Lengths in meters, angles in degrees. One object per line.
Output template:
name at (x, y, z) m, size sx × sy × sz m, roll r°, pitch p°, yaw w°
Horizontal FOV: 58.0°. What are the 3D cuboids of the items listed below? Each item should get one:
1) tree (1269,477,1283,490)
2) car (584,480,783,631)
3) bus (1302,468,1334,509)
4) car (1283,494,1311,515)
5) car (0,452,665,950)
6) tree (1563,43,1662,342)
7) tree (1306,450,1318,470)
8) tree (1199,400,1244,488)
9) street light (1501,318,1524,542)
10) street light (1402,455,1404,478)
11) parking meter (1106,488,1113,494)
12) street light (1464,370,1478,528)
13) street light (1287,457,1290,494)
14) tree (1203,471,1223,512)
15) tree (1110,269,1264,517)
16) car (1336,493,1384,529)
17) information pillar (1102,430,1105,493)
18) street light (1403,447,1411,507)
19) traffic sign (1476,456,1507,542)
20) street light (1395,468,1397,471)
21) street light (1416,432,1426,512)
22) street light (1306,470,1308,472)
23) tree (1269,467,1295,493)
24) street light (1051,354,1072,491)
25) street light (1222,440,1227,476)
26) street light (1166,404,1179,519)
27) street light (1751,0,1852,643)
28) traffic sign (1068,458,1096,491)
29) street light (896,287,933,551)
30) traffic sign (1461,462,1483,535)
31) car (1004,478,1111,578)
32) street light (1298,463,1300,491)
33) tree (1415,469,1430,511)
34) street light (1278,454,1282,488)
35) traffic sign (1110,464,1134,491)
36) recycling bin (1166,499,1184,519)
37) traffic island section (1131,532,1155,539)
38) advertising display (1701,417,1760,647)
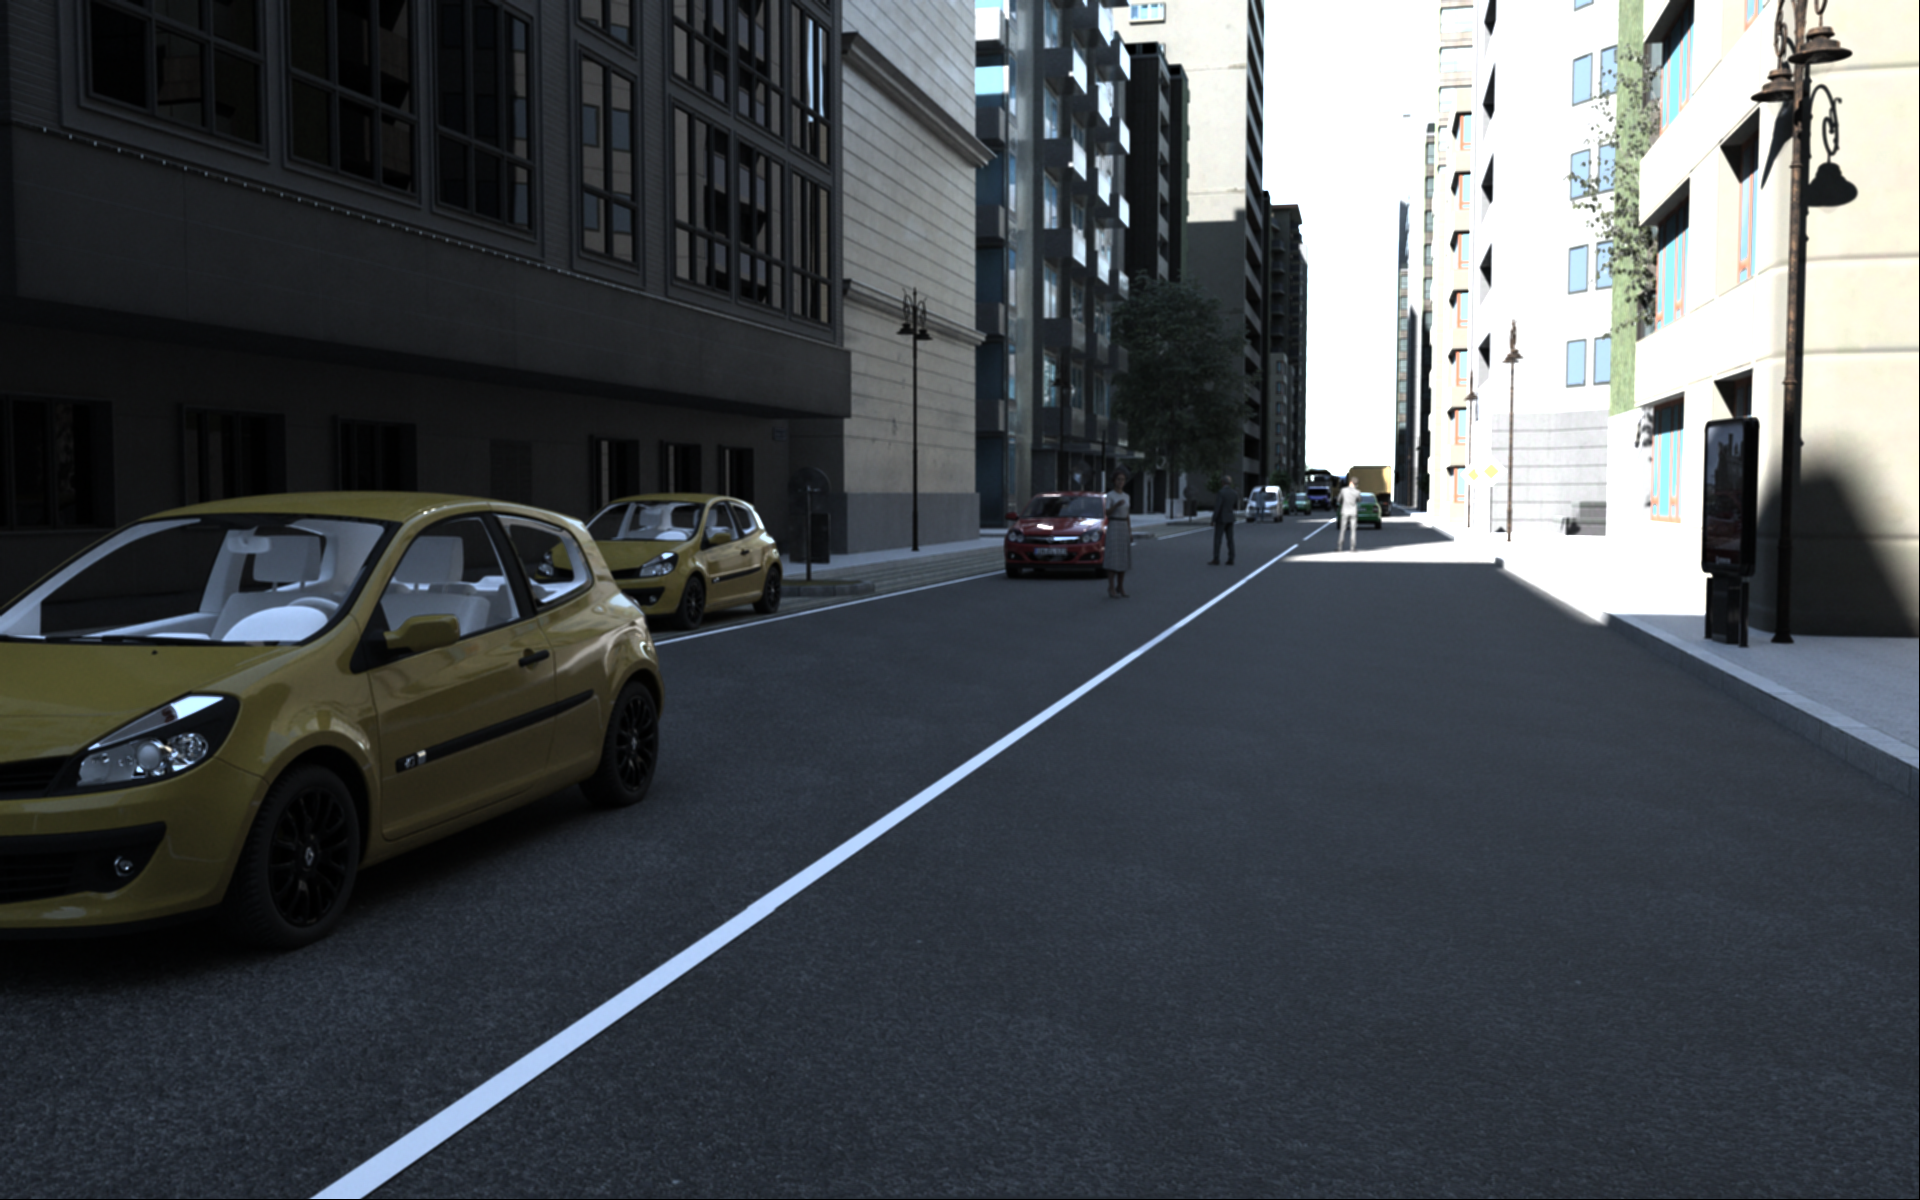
tree at (36.422, -12.538, 199.591) m, size 1.663 × 3.219 × 1.824 m, roll 0°, pitch 3°, yaw 0°
car at (-3.328, -0.563, 19.433) m, size 2.015 × 1.641 × 3.980 m, roll 1°, pitch 4°, yaw 13°
bus at (34.478, -10.688, 166.291) m, size 2.896 × 3.916 × 12.252 m, roll 1°, pitch 4°, yaw 13°
car at (23.116, -6.736, 118.931) m, size 1.959 × 1.807 × 4.718 m, roll 1°, pitch 4°, yaw 15°
car at (-2.606, 0.209, 6.802) m, size 2.015 × 1.641 × 3.980 m, roll 1°, pitch 4°, yaw 13°
tree at (11.222, -4.648, 26.350) m, size 4.360 × 8.622 × 3.978 m, roll 0°, pitch 3°, yaw 0°
tree at (57.411, -20.512, 285.725) m, size 4.360 × 8.622 × 3.978 m, roll 0°, pitch 3°, yaw 0°
tree at (19.016, -10.799, 126.923) m, size 4.737 × 8.622 × 4.395 m, roll 0°, pitch 3°, yaw 0°
street light at (14.572, -4.465, 45.783) m, size 0.468 × 5.910 × 1.993 m, roll 1°, pitch 4°, yaw 13°
street light at (51.493, -13.965, 201.118) m, size 0.468 × 5.910 × 1.993 m, roll 1°, pitch 4°, yaw 13°
parking meter at (5.892, -3.625, 67.687) m, size 0.372 × 1.533 × 0.369 m, roll 0°, pitch 3°, yaw 0°
street light at (18.991, -5.609, 64.490) m, size 0.468 × 5.910 × 1.993 m, roll 1°, pitch 4°, yaw 13°
street light at (40.333, -14.674, 212.711) m, size 0.468 × 5.910 × 1.993 m, roll 1°, pitch 4°, yaw 13°
tree at (18.106, -7.883, 123.496) m, size 1.663 × 3.219 × 1.824 m, roll 0°, pitch 3°, yaw 0°
tree at (12.087, -11.699, 97.941) m, size 9.857 × 13.997 × 8.962 m, roll 0°, pitch 3°, yaw 0°
car at (16.625, -3.870, 72.063) m, size 1.959 × 1.807 × 4.718 m, roll 1°, pitch 4°, yaw 13°
information pillar at (5.221, -4.383, 63.021) m, size 0.183 × 3.616 × 0.504 m, roll 0°, pitch 4°, yaw 8°
street light at (43.968, -12.037, 169.594) m, size 0.468 × 5.910 × 1.993 m, roll 1°, pitch 4°, yaw 13°
traffic sign at (14.180, -2.608, 46.284) m, size 0.795 × 2.450 × 0.064 m, roll 1°, pitch 4°, yaw 13°
street light at (55.888, -15.117, 219.948) m, size 0.468 × 5.910 × 1.993 m, roll 1°, pitch 4°, yaw 13°
street light at (33.803, -9.412, 126.681) m, size 0.468 × 5.910 × 1.993 m, roll 1°, pitch 4°, yaw 13°
street light at (55.031, -18.470, 274.777) m, size 0.468 × 5.910 × 1.993 m, roll 1°, pitch 4°, yaw 13°
tree at (37.511, -13.408, 202.926) m, size 4.285 × 4.588 × 4.351 m, roll 0°, pitch 3°, yaw 0°
street light at (3.361, -5.166, 57.252) m, size 0.468 × 5.910 × 1.993 m, roll 1°, pitch 4°, yaw 13°
street light at (18.416, -9.046, 120.686) m, size 0.468 × 5.910 × 1.993 m, roll 1°, pitch 4°, yaw 13°
street light at (10.861, -7.088, 88.672) m, size 0.468 × 5.910 × 1.993 m, roll 1°, pitch 4°, yaw 13°
street light at (7.110, -2.569, 14.795) m, size 0.468 × 5.910 × 1.993 m, roll 1°, pitch 4°, yaw 13°
traffic sign at (3.439, -2.765, 48.849) m, size 0.795 × 2.450 × 0.064 m, roll 1°, pitch 4°, yaw 13°
street light at (-1.009, -4.043, 38.895) m, size 0.468 × 5.910 × 1.993 m, roll 1°, pitch 4°, yaw 13°
traffic sign at (16.027, -3.083, 54.054) m, size 0.795 × 2.450 × 0.064 m, roll 1°, pitch 4°, yaw 13°
car at (1.954, -1.339, 30.925) m, size 2.155 × 1.783 × 4.494 m, roll 1°, pitch 4°, yaw 12°
street light at (47.652, -16.572, 243.733) m, size 0.468 × 5.910 × 1.993 m, roll 1°, pitch 4°, yaw 13°
tree at (35.231, -8.296, 130.249) m, size 1.663 × 3.219 × 1.824 m, roll 0°, pitch 3°, yaw 0°
street light at (36.010, -13.590, 194.986) m, size 0.468 × 5.910 × 1.993 m, roll 1°, pitch 4°, yaw 13°
traffic sign at (5.285, -3.240, 56.618) m, size 0.795 × 2.450 × 0.064 m, roll 1°, pitch 4°, yaw 13°
recycling bin at (11.290, -4.796, 90.966) m, size 0.722 × 1.027 × 0.722 m, roll 3°, pitch 5°, yaw 44°
traffic island section at (5.261, -2.104, 56.685) m, size 2.009 × 0.180 × 2.903 m, roll 1°, pitch 4°, yaw 13°
advertising display at (6.610, -0.592, 14.899) m, size 0.123 × 1.923 × 0.974 m, roll 0°, pitch 4°, yaw 5°
